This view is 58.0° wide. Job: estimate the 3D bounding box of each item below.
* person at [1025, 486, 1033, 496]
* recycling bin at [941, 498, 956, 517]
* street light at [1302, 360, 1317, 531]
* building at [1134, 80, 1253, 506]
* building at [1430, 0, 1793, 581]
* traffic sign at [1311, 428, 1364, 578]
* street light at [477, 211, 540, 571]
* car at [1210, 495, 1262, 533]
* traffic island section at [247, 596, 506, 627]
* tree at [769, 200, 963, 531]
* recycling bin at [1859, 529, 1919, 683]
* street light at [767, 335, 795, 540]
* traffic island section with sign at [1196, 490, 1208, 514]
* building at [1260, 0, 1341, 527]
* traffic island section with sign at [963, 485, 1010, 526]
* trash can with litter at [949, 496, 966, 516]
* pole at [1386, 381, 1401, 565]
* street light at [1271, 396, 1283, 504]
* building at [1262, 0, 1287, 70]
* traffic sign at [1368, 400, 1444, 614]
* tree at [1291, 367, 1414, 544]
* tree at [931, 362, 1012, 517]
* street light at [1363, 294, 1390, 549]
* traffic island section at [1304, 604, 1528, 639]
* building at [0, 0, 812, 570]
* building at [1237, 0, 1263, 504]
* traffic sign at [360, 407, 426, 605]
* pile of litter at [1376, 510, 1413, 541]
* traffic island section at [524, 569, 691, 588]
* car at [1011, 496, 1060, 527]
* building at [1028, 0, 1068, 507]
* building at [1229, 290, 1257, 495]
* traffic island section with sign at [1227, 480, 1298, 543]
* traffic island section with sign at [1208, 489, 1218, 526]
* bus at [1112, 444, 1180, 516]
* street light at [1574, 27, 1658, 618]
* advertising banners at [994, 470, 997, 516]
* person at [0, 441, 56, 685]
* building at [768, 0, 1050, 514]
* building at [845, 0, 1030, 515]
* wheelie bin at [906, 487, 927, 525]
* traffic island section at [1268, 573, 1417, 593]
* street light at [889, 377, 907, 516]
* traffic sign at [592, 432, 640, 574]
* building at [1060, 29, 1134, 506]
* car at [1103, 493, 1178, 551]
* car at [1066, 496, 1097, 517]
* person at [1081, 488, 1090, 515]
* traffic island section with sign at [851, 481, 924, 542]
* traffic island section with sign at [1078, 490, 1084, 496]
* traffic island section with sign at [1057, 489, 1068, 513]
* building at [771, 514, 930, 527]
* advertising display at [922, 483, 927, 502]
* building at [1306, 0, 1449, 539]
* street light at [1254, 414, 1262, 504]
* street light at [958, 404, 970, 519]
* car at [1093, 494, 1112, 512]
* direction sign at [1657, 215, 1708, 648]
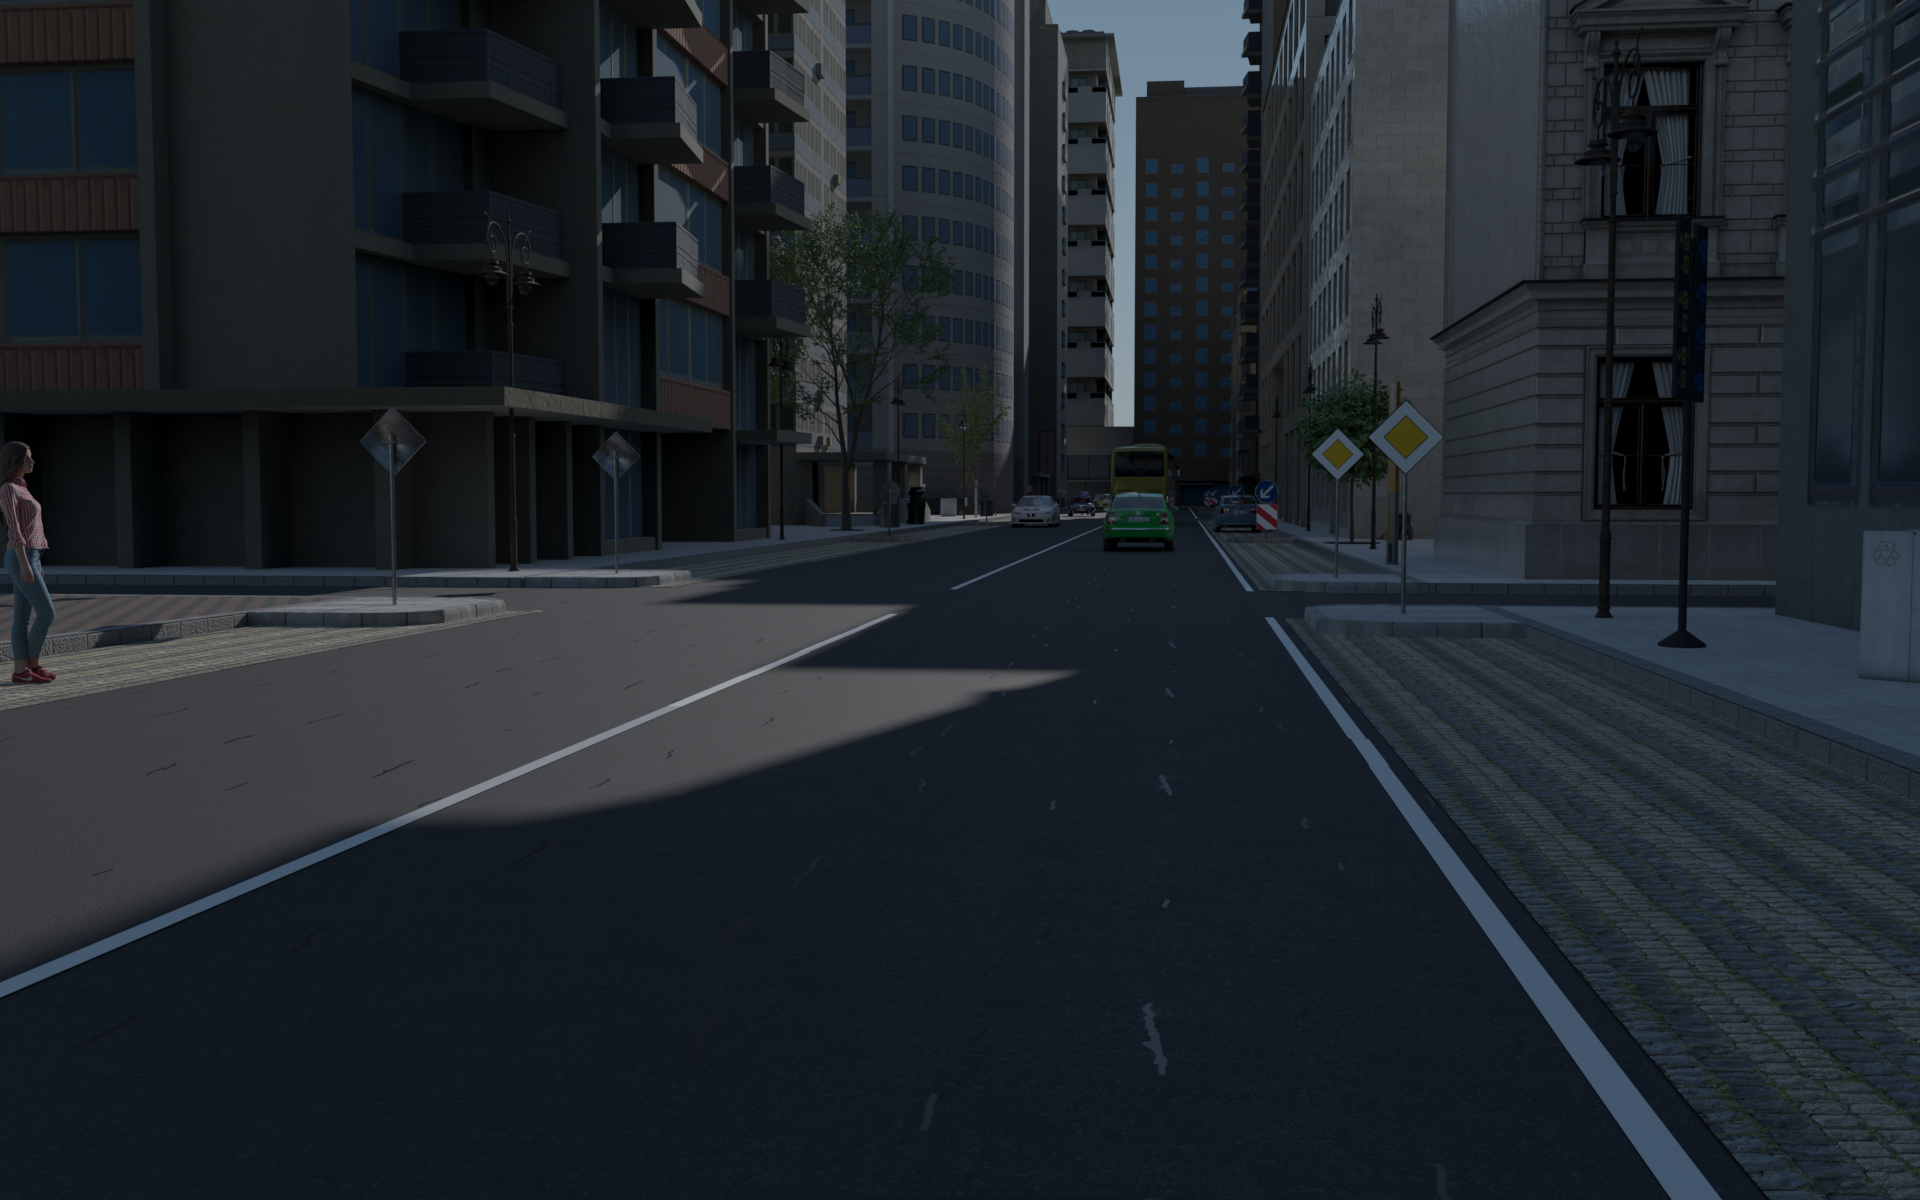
[{"bbox_3d":[3.283,-4.486,81.814,0.573,1.828,0.580,-1,4,-21],"label":"person"},{"bbox_3d":[-0.657,-5.315,99.447,0.722,1.027,0.722,-1,4,-23],"label":"recycling bin"},{"bbox_3d":[12.091,-5.330,59.936,0.468,5.910,1.993,0,4,7],"label":"street light"},{"bbox_3d":[26.547,-33.067,190.752,14.200,45.320,14.600,0,4,7],"label":"building"},{"bbox_3d":[18.090,-10.056,29.035,19.286,19.102,10.561,0,4,7],"label":"building"},{"bbox_3d":[5.760,-1.396,26.470,0.795,2.450,0.064,0,4,7],"label":"traffic sign"},{"bbox_3d":[-7.425,-3.417,28.651,0.468,5.910,1.993,0,4,7],"label":"street light"},{"bbox_3d":[10.442,-3.263,65.347,2.014,1.417,4.499,0,4,7],"label":"car"},{"bbox_3d":[-6.568,0.136,20.057,2.009,0.180,2.903,0,4,7],"label":"traffic island section"},{"bbox_3d":[-3.876,-8.233,60.360,9.928,11.665,9.643,0,3,0],"label":"tree"},{"bbox_3d":[6.746,0.036,11.972,0.722,1.027,0.722,-3,4,-38],"label":"recycling bin"},{"bbox_3d":[-4.999,-4.630,48.493,0.468,5.910,1.993,0,4,7],"label":"street light"},{"bbox_3d":[18.557,-7.271,127.508,1.989,1.847,2.006,0,4,7],"label":"traffic island section with sign"},{"bbox_3d":[24.865,-16.977,82.089,19.350,26.468,34.151,0,4,7],"label":"building"},{"bbox_3d":[1.238,-4.310,79.090,1.989,1.847,2.006,0,4,7],"label":"traffic island section with sign"},{"bbox_3d":[-0.236,-5.586,102.710,1.055,1.170,0.624,-2,4,-27],"label":"trash can with litter"},{"bbox_3d":[7.874,-2.301,31.459,0.158,3.312,0.155,0,3,0],"label":"pole"},{"bbox_3d":[14.567,-6.543,79.773,0.468,5.910,1.993,0,4,7],"label":"street light"},{"bbox_3d":[26.416,-28.123,109.917,14.600,45.320,14.200,0,4,7],"label":"building"},{"bbox_3d":[4.759,-0.912,18.548,0.795,2.450,0.064,0,4,7],"label":"traffic sign"},{"bbox_3d":[10.258,-3.740,44.860,4.285,4.588,4.351,0,3,0],"label":"tree"},{"bbox_3d":[0.651,-8.855,95.137,4.737,8.622,4.395,0,3,0],"label":"tree"},{"bbox_3d":[9.609,-4.117,40.101,0.468,5.910,1.993,0,4,7],"label":"street light"},{"bbox_3d":[4.783,0.224,18.622,2.009,0.180,2.903,0,4,7],"label":"traffic island section"},{"bbox_3d":[-16.098,-23.702,42.153,22.147,44.769,28.867,0,4,7],"label":"building"},{"bbox_3d":[32.517,-29.126,130.829,22.147,44.769,28.867,0,4,7],"label":"building"},{"bbox_3d":[-6.543,-1.000,19.992,0.795,2.450,0.064,0,4,7],"label":"traffic sign"},{"bbox_3d":[12.190,-2.118,48.599,1.176,0.858,1.719,2,4,32],"label":"pile of litter"},{"bbox_3d":[-5.566,-0.349,27.979,2.009,0.180,2.903,0,4,7],"label":"traffic island section"},{"bbox_3d":[3.341,-3.886,75.903,2.083,1.381,4.827,0,4,8],"label":"car"},{"bbox_3d":[-0.731,-33.301,168.172,21.600,48.544,21.300,0,4,7],"label":"building"},{"bbox_3d":[39.299,-19.248,159.742,27.650,21.520,28.899,0,4,7],"label":"building"},{"bbox_3d":[8.880,-2.590,50.980,1.989,1.847,2.006,0,4,7],"label":"traffic island section with sign"},{"bbox_3d":[12.273,-4.226,77.721,1.989,1.847,2.006,0,4,7],"label":"traffic island section with sign"},{"bbox_3d":[9.051,-5.666,84.191,2.896,3.916,12.252,1,4,9],"label":"bus"},{"bbox_3d":[6.684,-2.753,17.806,0.468,5.910,1.993,0,4,7],"label":"street light"},{"bbox_3d":[2.047,-6.348,99.982,0.090,3.025,2.074,0,4,3],"label":"advertising banners"},{"bbox_3d":[-6.989,-0.272,12.957,0.388,1.821,0.555,-2,4,-33],"label":"person"},{"bbox_3d":[-8.880,-27.710,144.944,32.217,40.220,23.993,0,4,7],"label":"building"},{"bbox_3d":[-6.981,-35.169,117.017,21.231,58.520,28.212,0,4,7],"label":"building"},{"bbox_3d":[-1.806,-3.991,73.156,0.980,1.594,0.693,-3,5,-42],"label":"wheelie bin"},{"bbox_3d":[5.785,-0.261,26.544,2.009,0.180,2.903,0,4,7],"label":"traffic island section"},{"bbox_3d":[-2.438,-5.849,68.419,0.468,5.910,1.993,0,4,7],"label":"street light"},{"bbox_3d":[-5.542,-1.485,27.915,0.795,2.450,0.064,0,4,7],"label":"traffic sign"},{"bbox_3d":[6.583,-37.346,199.851,27.495,52.752,28.713,0,4,7],"label":"building"},{"bbox_3d":[4.673,-2.210,44.928,1.959,1.807,4.718,0,4,7],"label":"car"},{"bbox_3d":[7.858,-6.062,111.698,1.945,1.354,3.894,0,4,5],"label":"car"},{"bbox_3d":[8.699,-6.849,120.344,0.709,1.838,0.599,1,4,9],"label":"person"},{"bbox_3d":[-2.152,-2.674,52.348,1.989,1.847,2.006,0,4,7],"label":"traffic island section with sign"},{"bbox_3d":[10.986,-9.027,156.216,1.989,1.847,2.006,0,4,7],"label":"traffic island section with sign"},{"bbox_3d":[7.601,-7.391,129.473,1.989,1.847,2.006,0,4,7],"label":"traffic island section with sign"},{"bbox_3d":[-18.274,-23.567,77.209,32.217,40.220,23.993,0,4,7],"label":"building"},{"bbox_3d":[-2.477,-5.988,103.120,0.974,1.923,0.123,0,4,-5],"label":"advertising display"},{"bbox_3d":[17.399,-12.371,57.013,10.420,20.320,16.860,0,4,7],"label":"building"},{"bbox_3d":[17.138,-7.756,99.597,0.468,5.910,1.993,0,4,7],"label":"street light"},{"bbox_3d":[0.211,-7.114,89.098,0.468,5.910,1.993,0,4,7],"label":"street light"},{"bbox_3d":[11.259,-7.730,136.606,2.015,1.641,3.980,1,4,9],"label":"car"},{"bbox_3d":[6.081,-1.375,14.485,0.379,3.537,0.876,3,4,37],"label":"direction sign"}]
